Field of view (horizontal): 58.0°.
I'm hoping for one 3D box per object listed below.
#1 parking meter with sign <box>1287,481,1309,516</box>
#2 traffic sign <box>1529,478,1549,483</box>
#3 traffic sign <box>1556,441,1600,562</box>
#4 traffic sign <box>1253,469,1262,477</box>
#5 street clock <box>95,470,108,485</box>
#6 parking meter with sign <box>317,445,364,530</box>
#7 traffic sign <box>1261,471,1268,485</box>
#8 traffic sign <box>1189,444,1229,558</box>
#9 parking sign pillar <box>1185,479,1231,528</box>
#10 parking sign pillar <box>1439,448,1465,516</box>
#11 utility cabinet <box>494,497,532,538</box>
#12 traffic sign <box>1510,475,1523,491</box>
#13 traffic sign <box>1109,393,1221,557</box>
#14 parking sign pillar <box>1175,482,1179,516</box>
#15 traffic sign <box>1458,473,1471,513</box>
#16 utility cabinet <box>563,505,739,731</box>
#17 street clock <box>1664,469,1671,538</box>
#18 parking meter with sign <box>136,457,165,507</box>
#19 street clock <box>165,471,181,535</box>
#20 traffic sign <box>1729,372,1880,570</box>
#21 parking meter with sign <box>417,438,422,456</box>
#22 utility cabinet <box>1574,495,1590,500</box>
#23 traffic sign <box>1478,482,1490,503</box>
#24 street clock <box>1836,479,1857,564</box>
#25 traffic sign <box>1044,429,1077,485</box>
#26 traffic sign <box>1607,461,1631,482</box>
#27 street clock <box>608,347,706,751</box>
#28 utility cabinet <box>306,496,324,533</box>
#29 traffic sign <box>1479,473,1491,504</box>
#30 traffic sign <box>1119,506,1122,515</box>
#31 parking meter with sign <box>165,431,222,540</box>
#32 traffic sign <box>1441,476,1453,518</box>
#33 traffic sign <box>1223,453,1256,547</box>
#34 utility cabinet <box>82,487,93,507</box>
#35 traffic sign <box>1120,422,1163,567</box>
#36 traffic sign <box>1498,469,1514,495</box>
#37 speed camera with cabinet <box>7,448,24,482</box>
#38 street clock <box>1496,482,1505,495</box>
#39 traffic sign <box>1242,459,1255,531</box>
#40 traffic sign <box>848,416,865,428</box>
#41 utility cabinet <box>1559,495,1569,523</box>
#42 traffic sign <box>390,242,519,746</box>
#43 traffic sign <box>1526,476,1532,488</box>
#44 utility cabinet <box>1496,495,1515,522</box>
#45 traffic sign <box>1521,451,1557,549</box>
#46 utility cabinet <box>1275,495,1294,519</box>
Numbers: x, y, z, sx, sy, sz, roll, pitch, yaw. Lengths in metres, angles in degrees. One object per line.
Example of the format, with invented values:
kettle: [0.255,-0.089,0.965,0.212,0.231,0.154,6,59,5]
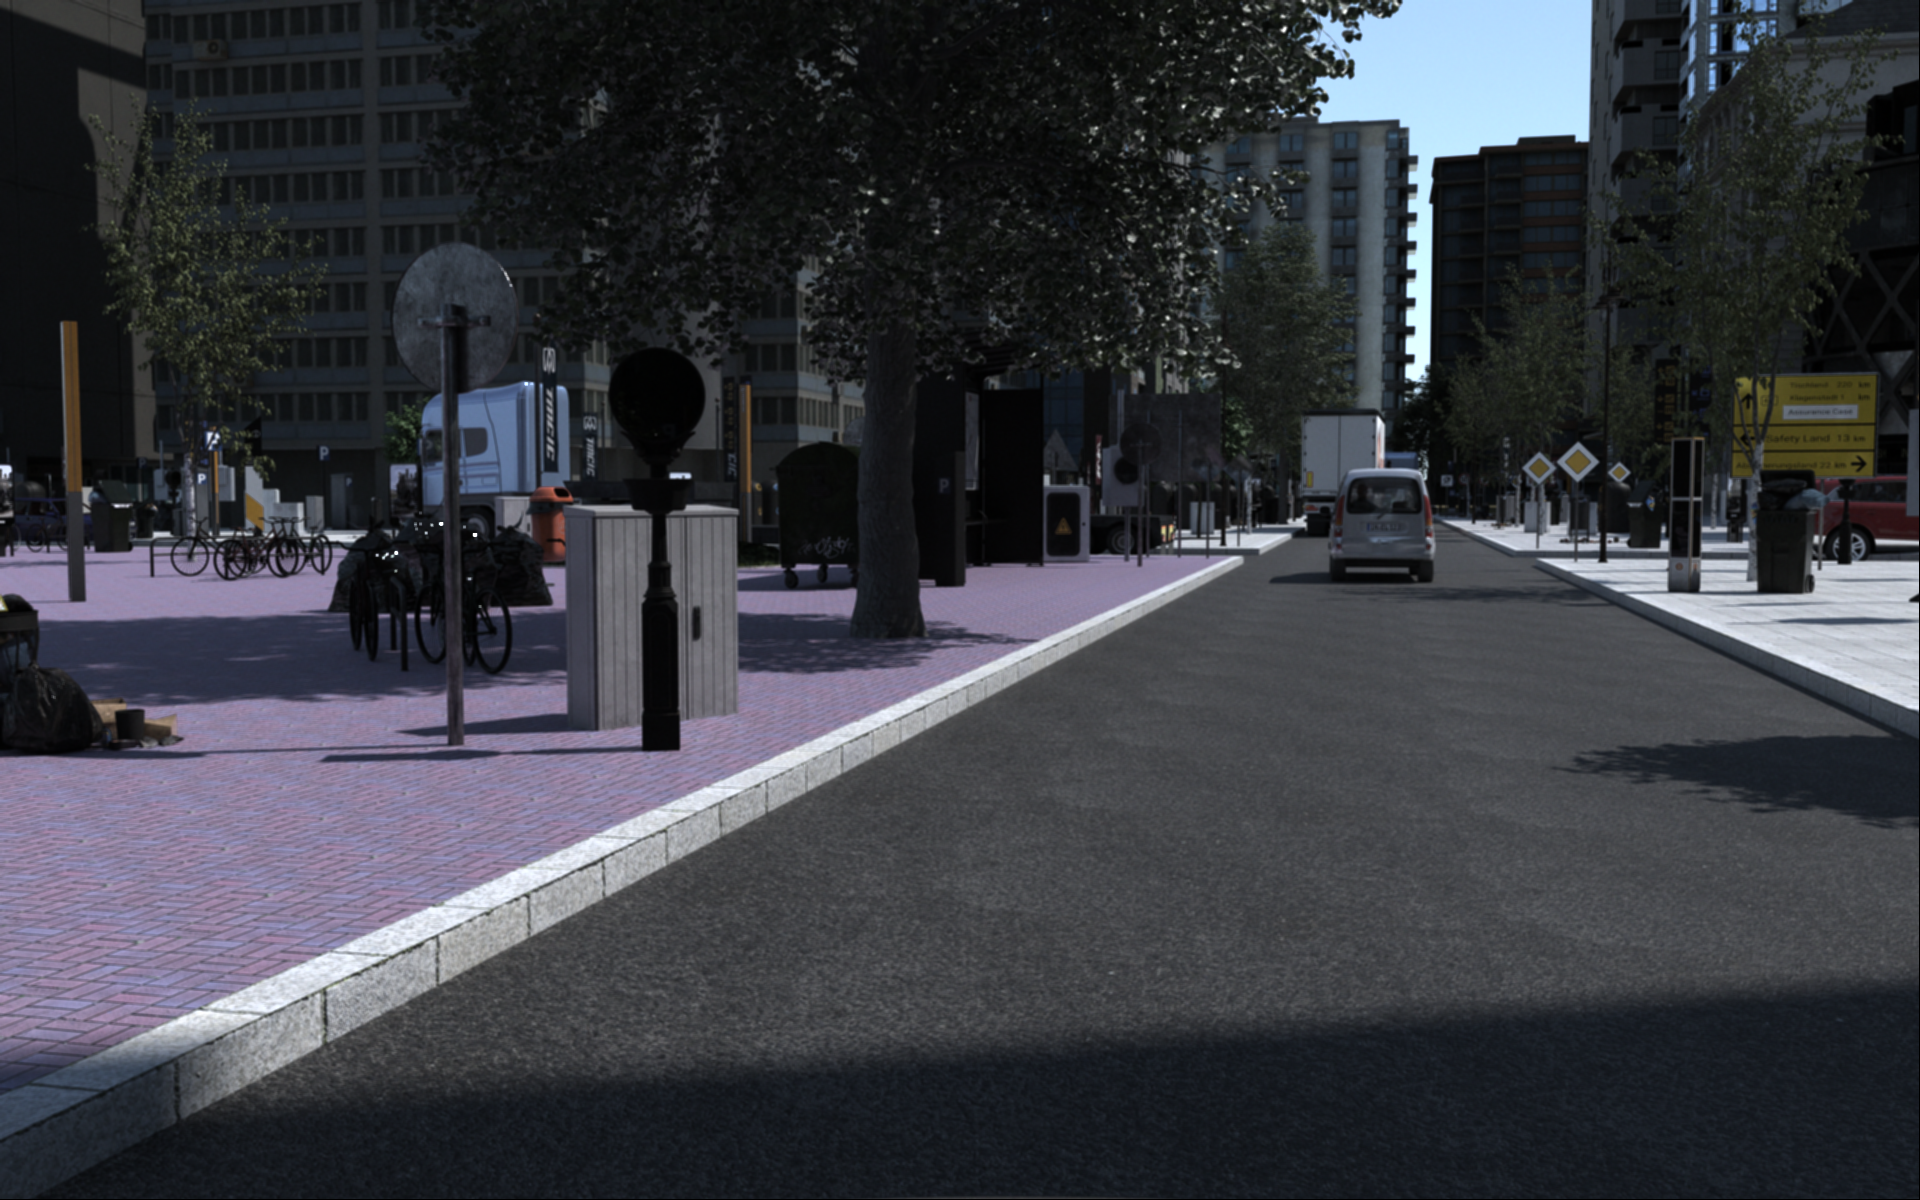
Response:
parking meter with sign: [19.068,-6.279,98.928,1.738,3.016,0.543,2,4,24]
traffic sign: [26.568,-4.863,79.508,0.884,2.594,0.081,1,4,15]
traffic sign: [11.684,-1.784,32.805,0.795,2.450,0.064,1,4,13]
traffic sign: [14.895,-5.348,87.550,0.768,2.556,0.104,1,4,23]
street clock: [-25.369,-2.855,51.246,0.358,2.002,0.471,-1,4,-9]
parking meter with sign: [-22.121,-4.019,61.966,1.738,3.016,0.543,2,4,24]
traffic sign: [16.883,-5.931,97.081,0.768,2.556,0.104,1,4,16]
traffic sign: [4.935,-1.884,34.440,0.795,2.450,0.064,1,4,13]
parking sign pillar: [9.460,-4.682,65.022,1.447,3.967,1.447,2,4,25]
parking sign pillar: [28.846,-6.912,101.480,1.447,3.967,1.447,1,4,15]
utility cabinet: [-9.678,-1.636,37.905,0.306,1.237,1.020,2,4,35]
traffic sign: [33.553,-6.326,104.613,0.795,2.450,0.064,1,4,20]
traffic sign: [4.135,-2.521,35.097,2.265,3.308,0.079,1,4,15]
parking sign pillar: [13.256,-6.929,101.762,1.447,3.967,1.447,-1,4,-16]
traffic sign: [30.295,-6.358,104.064,0.768,2.556,0.104,1,4,21]
utility cabinet: [-1.722,0.084,9.791,0.306,1.237,1.020,3,5,42]
street clock: [20.876,-2.835,50.931,0.358,2.002,0.471,1,4,14]
parking meter with sign: [-38.176,-5.259,82.247,1.738,3.016,0.543,1,4,19]
street clock: [-24.468,-3.018,53.922,0.358,2.002,0.471,1,4,18]
traffic sign: [14.193,-2.161,29.201,2.265,3.308,0.079,1,4,17]
parking meter with sign: [-16.561,-3.496,53.427,0.543,3.016,1.738,-1,4,-10]
utility cabinet: [32.884,-4.916,91.531,1.020,1.237,0.306,-2,4,-34]
traffic sign: [33.630,-6.809,111.335,0.884,2.594,0.081,1,4,20]
street clock: [16.179,-1.654,31.618,0.471,2.002,0.358,3,5,42]
traffic sign: [1.895,-2.119,34.649,0.884,2.594,0.081,1,4,20]
traffic sign: [23.331,-3.679,61.343,0.795,2.450,0.064,1,4,22]
street clock: [-1.506,-0.251,8.677,0.471,2.002,0.358,-1,4,-8]
utility cabinet: [-21.385,-2.831,57.442,0.306,1.237,1.020,-3,4,-36]
traffic sign: [32.384,-6.531,106.883,0.768,2.556,0.104,1,4,21]
traffic sign: [4.266,-2.808,46.023,0.768,2.556,0.104,1,4,18]
parking meter with sign: [-21.430,-3.197,48.525,1.738,3.016,0.543,2,4,32]
traffic sign: [26.261,-5.586,93.458,0.606,2.300,0.079,1,4,14]
traffic sign: [6.800,-2.359,42.205,0.795,2.450,0.064,1,4,13]
utility cabinet: [-27.363,-2.805,54.539,0.318,1.500,1.173,2,4,27]
traffic sign: [3.184,-1.865,30.591,0.768,2.556,0.104,1,4,16]
traffic sign: [25.930,-5.030,82.339,0.768,2.556,0.104,1,4,20]
speed camera with cabinet: [-39.764,-4.839,73.455,2.038,3.252,0.660,2,4,33]
street clock: [29.760,-5.549,95.301,0.471,2.002,0.358,-1,4,-9]
traffic sign: [9.761,-3.638,59.588,0.768,2.556,0.104,1,4,15]
traffic sign: [-1.587,-1.729,28.380,0.768,2.556,0.104,1,4,22]
utility cabinet: [26.968,-4.104,78.267,1.020,1.237,0.306,1,4,12]
traffic sign: [-2.579,-0.531,8.782,0.768,2.556,0.104,1,4,20]
traffic sign: [31.553,-5.717,95.595,0.606,2.300,0.079,1,4,20]
utility cabinet: [24.754,-4.123,78.580,0.306,1.237,1.020,-1,4,-17]
traffic sign: [13.548,-2.259,40.570,0.795,2.450,0.064,1,4,13]
utility cabinet: [17.030,-4.887,91.063,1.020,1.237,0.306,2,4,28]
